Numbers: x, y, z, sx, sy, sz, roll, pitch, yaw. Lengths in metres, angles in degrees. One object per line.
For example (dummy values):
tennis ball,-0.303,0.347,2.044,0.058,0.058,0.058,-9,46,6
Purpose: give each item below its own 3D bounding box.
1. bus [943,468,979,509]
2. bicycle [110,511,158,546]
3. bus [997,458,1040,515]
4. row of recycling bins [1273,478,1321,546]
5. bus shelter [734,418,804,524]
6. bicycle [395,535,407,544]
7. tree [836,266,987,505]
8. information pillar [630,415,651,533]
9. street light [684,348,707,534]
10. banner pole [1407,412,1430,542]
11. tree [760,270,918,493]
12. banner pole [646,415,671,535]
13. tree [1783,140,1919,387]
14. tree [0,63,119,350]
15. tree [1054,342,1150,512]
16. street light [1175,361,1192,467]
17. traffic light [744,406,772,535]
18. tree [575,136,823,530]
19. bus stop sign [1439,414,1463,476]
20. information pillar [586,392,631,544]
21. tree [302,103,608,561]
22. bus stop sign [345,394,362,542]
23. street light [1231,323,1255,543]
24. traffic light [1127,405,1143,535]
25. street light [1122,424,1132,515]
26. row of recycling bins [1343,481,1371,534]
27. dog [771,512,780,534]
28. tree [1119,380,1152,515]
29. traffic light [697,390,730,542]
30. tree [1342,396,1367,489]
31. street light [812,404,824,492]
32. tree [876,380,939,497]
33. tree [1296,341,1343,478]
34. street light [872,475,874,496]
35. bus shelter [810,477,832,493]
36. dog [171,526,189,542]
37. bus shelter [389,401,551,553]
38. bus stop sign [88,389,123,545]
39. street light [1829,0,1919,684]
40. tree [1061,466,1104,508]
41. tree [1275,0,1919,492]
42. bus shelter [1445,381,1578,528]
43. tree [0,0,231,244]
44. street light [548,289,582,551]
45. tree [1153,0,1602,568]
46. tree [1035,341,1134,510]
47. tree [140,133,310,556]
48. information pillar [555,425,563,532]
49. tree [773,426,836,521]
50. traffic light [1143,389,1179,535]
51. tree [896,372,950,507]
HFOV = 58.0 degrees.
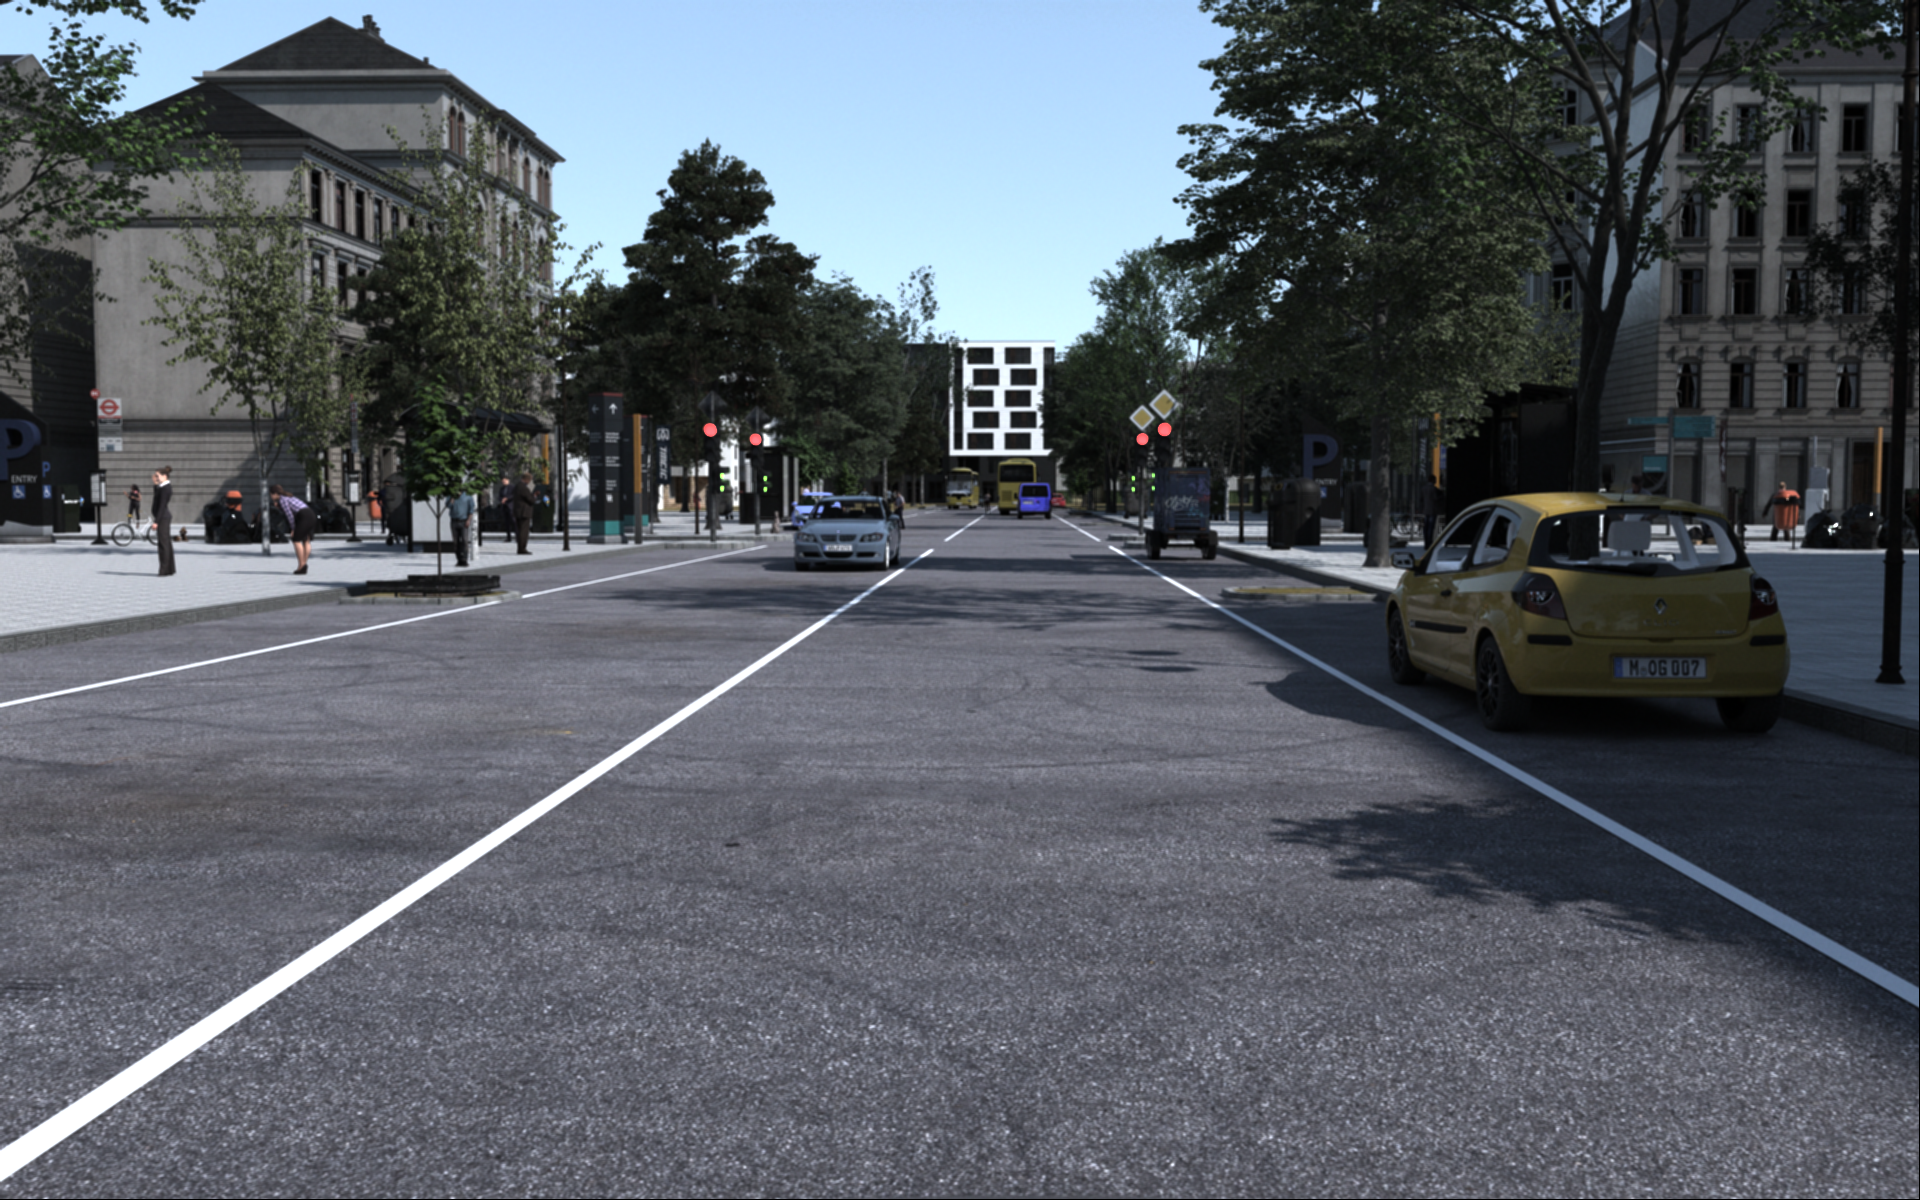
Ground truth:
bus,0.257,-10.656,165.765,2.896,3.916,12.252,0,4,4
bicycle,-20.421,-1.824,43.047,0.635,0.972,1.543,2,4,33
bus,4.029,-7.810,119.241,2.896,3.916,12.252,0,4,3
row of recycling bins,8.691,-2.290,44.552,1.069,1.692,3.534,0,4,4
bus shelter,-8.579,-6.093,77.250,2.179,5.291,8.768,0,4,2
bicycle,-14.532,-1.946,45.038,0.635,0.972,1.543,0,4,-7
tree,-5.023,-17.555,142.912,12.611,20.169,13.585,0,3,0
information pillar,-10.681,-4.127,56.855,0.750,3.857,0.750,3,5,40
street light,-8.356,-5.022,54.891,0.468,5.910,1.993,0,4,2
banner pole,12.220,-3.432,46.124,0.401,3.779,0.863,-2,4,-25
tree,-7.422,-11.713,98.170,9.857,13.997,8.962,0,3,0
banner pole,-9.558,-3.969,54.906,0.863,3.779,0.401,-1,4,-10
tree,19.714,-5.975,32.103,8.767,10.594,7.601,2,4,34
tree,-16.256,-4.769,28.341,4.360,8.622,3.978,0,3,0
tree,10.356,-12.177,121.153,6.751,12.117,7.091,0,3,0
street light,7.791,-5.354,60.332,0.468,5.910,1.993,0,4,2
traffic light,-6.329,-3.974,54.218,0.839,4.213,0.868,0,4,2
tree,-8.677,-9.478,62.385,7.806,13.903,7.818,0,3,0
bus stop sign,16.265,-4.168,57.165,0.837,3.901,0.837,-2,4,-34
information pillar,-9.082,-3.370,44.485,0.750,3.857,0.750,3,5,40
tree,-9.181,-5.061,33.118,4.737,8.622,4.395,0,3,0
bus stop sign,-16.051,-3.499,45.911,0.416,3.939,0.855,-2,4,-32
street light,7.407,-4.443,45.436,0.468,5.910,1.993,0,4,2
traffic light,5.627,-3.951,53.848,0.839,4.213,0.868,0,4,2
street light,9.062,-7.424,94.164,0.468,5.910,1.993,0,4,2
row of recycling bins,13.316,-3.079,57.454,1.069,1.692,3.534,0,4,5
dog,-6.576,-2.688,60.793,0.800,0.831,0.513,-3,5,-44
tree,11.655,-9.558,106.635,4.360,8.622,3.978,0,3,0
traffic light,-6.587,-3.486,46.237,0.839,4.213,0.868,0,4,2
tree,23.750,-9.611,107.503,4.737,8.622,4.395,0,3,0
street light,-7.277,-7.095,88.786,0.468,5.910,1.993,0,4,2
tree,-5.489,-14.736,162.989,6.751,12.117,7.091,0,3,0
tree,16.655,-8.164,83.844,4.360,8.622,3.978,0,3,0
street light,-6.168,-9.164,122.624,0.468,5.910,1.993,0,4,2
bus shelter,-9.901,-8.113,126.574,2.014,3.302,5.546,0,4,2
dog,-21.128,-1.775,46.757,0.748,0.427,0.550,-3,5,-44
bus shelter,-11.174,-2.819,40.013,2.014,3.302,5.546,0,4,2
bus stop sign,-21.695,-3.382,44.000,0.855,3.939,0.416,0,4,0
street light,6.325,-2.374,11.598,0.468,5.910,1.993,0,4,2
tree,12.823,-12.576,189.328,4.285,4.588,4.351,0,3,0
tree,6.655,-5.622,17.667,9.928,11.665,9.643,0,3,0
bus shelter,12.131,-2.908,38.822,1.731,3.624,6.357,0,4,2
tree,-10.428,-5.511,15.867,9.928,11.665,9.643,0,3,0
street light,-8.928,-4.056,39.103,0.468,5.910,1.993,0,4,2
tree,7.305,-6.869,30.440,7.486,12.596,7.792,0,3,0
tree,10.856,-14.437,142.701,9.857,13.997,8.962,0,3,0
tree,-14.416,-5.209,35.536,4.737,8.622,4.395,0,3,0
information pillar,-13.851,-4.190,59.815,0.184,3.620,1.656,-1,4,-16
tree,-7.873,-6.163,84.479,4.285,4.588,4.351,0,3,0
traffic light,5.369,-3.463,45.867,0.839,4.213,0.868,0,4,2
tree,-4.949,-16.522,177.557,7.806,13.903,7.818,0,3,0
